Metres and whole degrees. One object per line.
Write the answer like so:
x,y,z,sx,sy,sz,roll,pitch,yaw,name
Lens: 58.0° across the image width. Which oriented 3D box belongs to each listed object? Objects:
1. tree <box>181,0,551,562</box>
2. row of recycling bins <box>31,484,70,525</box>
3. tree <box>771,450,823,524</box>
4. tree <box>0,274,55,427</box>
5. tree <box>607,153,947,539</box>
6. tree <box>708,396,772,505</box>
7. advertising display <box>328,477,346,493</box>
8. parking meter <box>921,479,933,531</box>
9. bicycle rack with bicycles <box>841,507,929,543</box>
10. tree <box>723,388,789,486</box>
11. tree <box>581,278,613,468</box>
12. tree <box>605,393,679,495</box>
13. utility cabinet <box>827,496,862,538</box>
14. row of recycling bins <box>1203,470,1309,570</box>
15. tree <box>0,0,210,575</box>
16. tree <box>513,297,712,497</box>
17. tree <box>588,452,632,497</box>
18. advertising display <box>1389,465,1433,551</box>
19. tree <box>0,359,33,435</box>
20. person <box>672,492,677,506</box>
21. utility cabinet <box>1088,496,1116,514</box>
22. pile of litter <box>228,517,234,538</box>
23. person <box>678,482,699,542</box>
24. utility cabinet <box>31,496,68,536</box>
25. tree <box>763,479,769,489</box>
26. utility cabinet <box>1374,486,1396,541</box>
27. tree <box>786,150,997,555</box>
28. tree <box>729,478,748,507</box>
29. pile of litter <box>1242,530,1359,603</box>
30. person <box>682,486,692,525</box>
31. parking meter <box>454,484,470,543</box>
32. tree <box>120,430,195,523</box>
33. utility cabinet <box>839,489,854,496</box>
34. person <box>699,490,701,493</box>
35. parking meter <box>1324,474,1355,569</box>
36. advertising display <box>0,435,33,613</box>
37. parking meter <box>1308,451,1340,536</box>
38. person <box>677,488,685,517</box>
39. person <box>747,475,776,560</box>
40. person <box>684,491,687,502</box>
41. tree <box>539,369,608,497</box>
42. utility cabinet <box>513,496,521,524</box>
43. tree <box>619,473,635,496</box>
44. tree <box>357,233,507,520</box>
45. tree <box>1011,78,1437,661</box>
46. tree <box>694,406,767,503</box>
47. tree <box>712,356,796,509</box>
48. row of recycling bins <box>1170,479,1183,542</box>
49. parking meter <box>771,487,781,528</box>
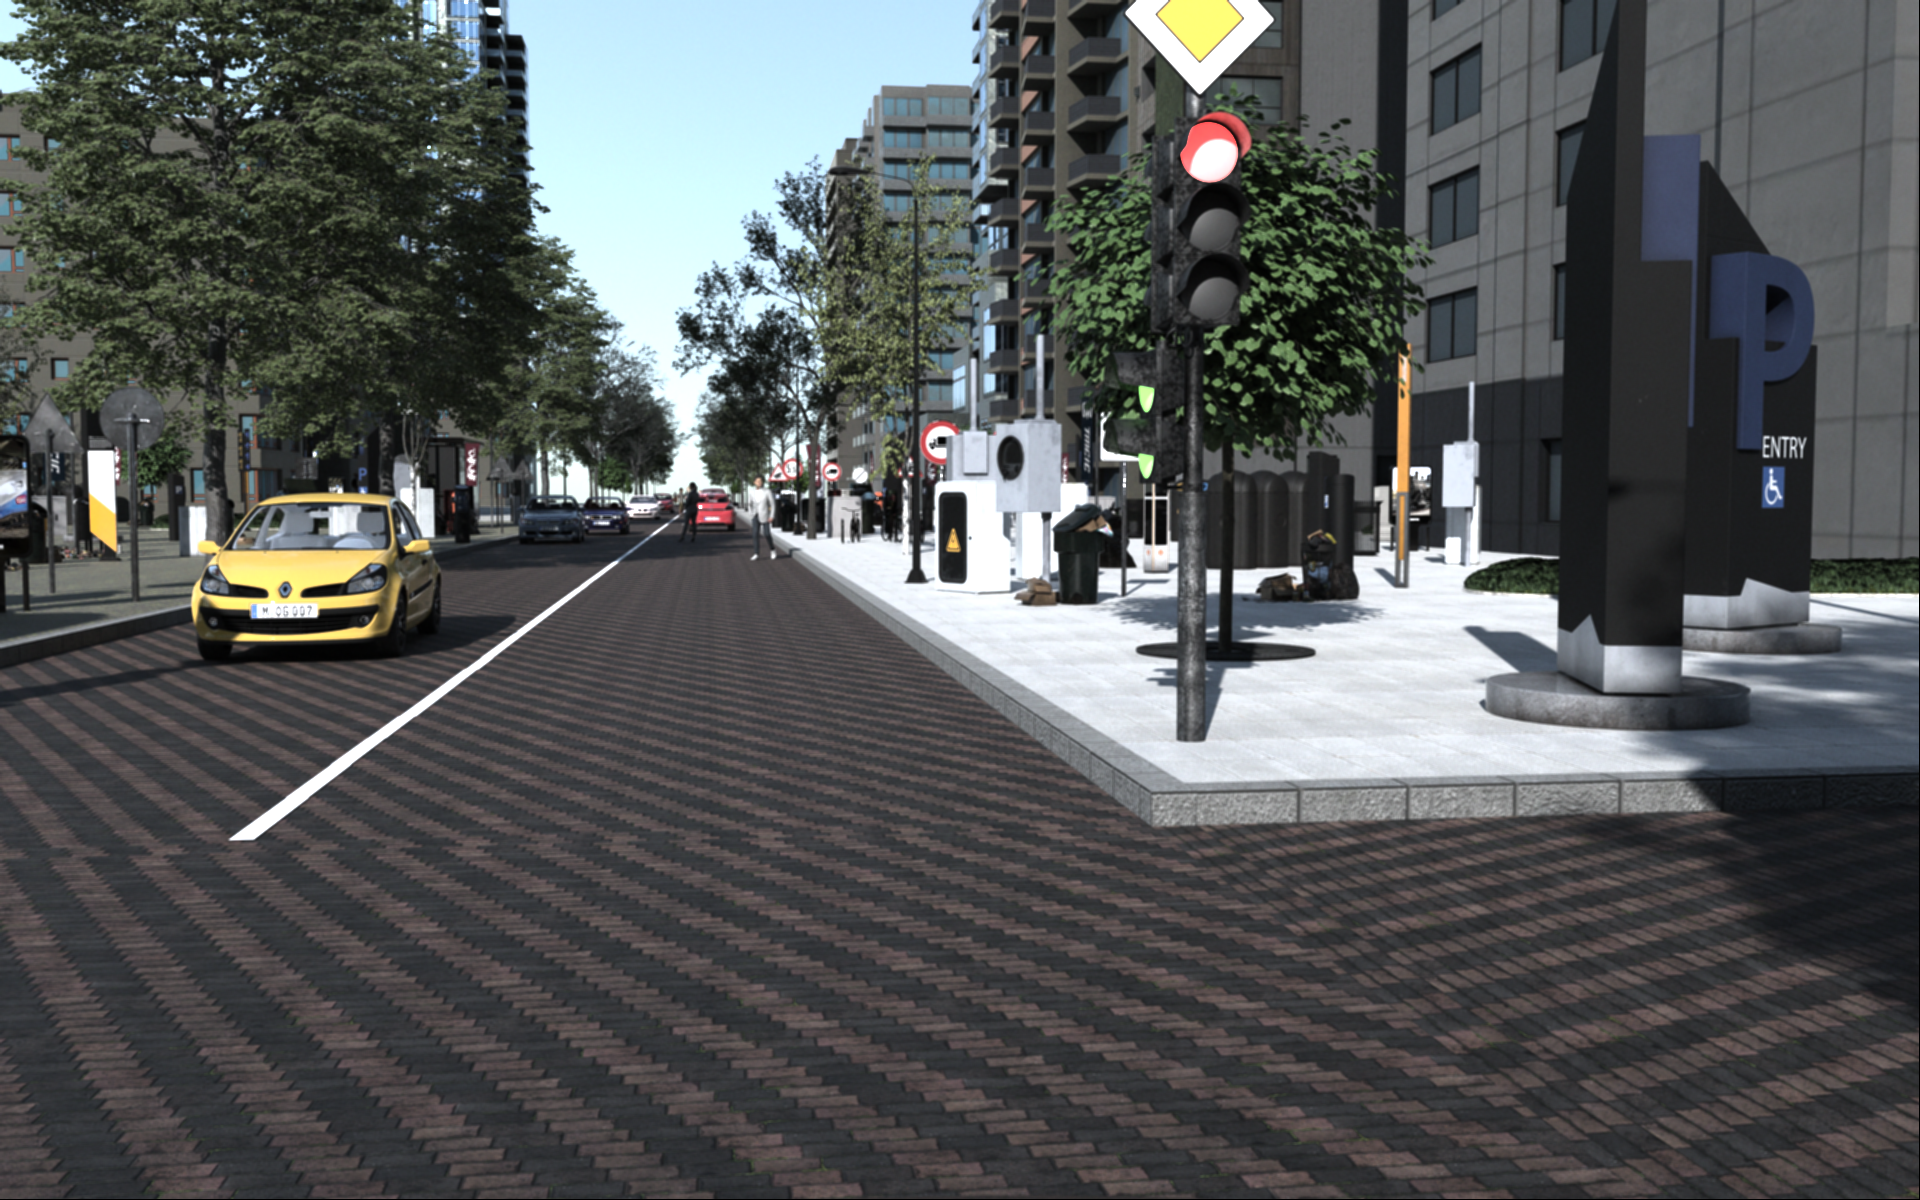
-12.542,-7.390,38.958,7.486,12.596,7.792,0,3,0,tree
-37.749,-3.894,70.778,3.534,1.692,1.069,-3,4,-37,row of recycling bins
-7.024,-4.928,75.178,1.663,3.219,1.824,0,3,0,tree
-32.295,-6.534,57.198,4.360,8.622,3.978,0,3,0,tree
-4.289,-6.978,48.496,8.767,10.594,7.601,1,4,8,tree
-25.564,-17.203,199.398,7.486,12.596,7.792,0,3,0,tree
-23.994,-3.764,66.747,0.974,1.923,0.123,3,4,37,advertising display
-1.138,-3.336,60.263,0.255,1.863,0.399,-2,4,-35,parking meter
-2.110,-2.000,46.089,2.852,0.926,2.925,0,4,-3,bicycle rack with bicycles
-12.442,-9.564,106.730,4.360,8.622,3.978,0,3,0,tree
-18.662,-9.664,76.136,7.486,12.596,7.792,0,3,0,tree
-39.413,-18.755,213.298,9.857,13.997,8.962,0,3,0,tree
-3.408,-2.443,51.103,1.020,1.237,0.306,-2,4,-29,utility cabinet
5.607,-1.441,30.681,1.069,1.692,3.534,3,5,42,row of recycling bins
-11.728,-6.708,27.798,7.486,12.596,7.792,0,3,0,tree
-22.647,-12.048,107.347,12.009,13.543,11.850,0,3,0,tree
-27.430,-9.305,135.857,4.285,4.588,4.351,0,3,0,tree
10.120,-2.061,38.918,0.974,1.923,0.123,-1,4,-9,advertising display
-42.813,-7.620,74.957,4.737,8.622,4.395,0,3,0,tree
-35.097,-12.484,213.348,1.217,1.736,0.721,-1,4,-15,person
3.970,-2.340,49.417,1.020,1.237,0.306,-3,4,-36,utility cabinet
-18.690,-1.866,44.481,1.176,0.858,1.719,0,4,-4,pile of litter
-8.184,-2.656,52.197,0.573,1.790,0.520,1,4,16,person
-28.277,-2.602,53.712,0.306,1.237,1.020,3,5,43,utility cabinet
-10.249,-6.261,96.973,1.663,3.219,1.824,0,3,0,tree
11.641,-2.309,46.434,0.318,1.500,1.173,-3,4,-36,utility cabinet
-1.388,-5.268,36.492,4.737,8.622,4.395,0,3,0,tree
-22.604,-11.212,177.919,1.663,3.219,1.824,0,3,0,tree
4.144,-0.435,21.079,1.719,0.858,1.176,-1,4,-22,pile of litter
-12.657,-4.408,80.750,0.526,1.800,0.537,-2,4,-31,person
-13.033,-2.258,45.337,0.372,1.533,0.369,0,3,0,parking meter
-33.786,-5.421,72.347,4.285,4.588,4.351,0,3,0,tree
-4.855,-4.213,77.558,0.318,1.500,1.173,3,5,45,utility cabinet
-22.485,-8.584,149.373,0.617,1.759,0.750,2,4,30,person
4.846,-0.840,22.149,0.372,1.533,0.369,0,3,0,parking meter
-10.497,-0.819,18.612,0.123,1.923,0.974,3,4,37,advertising display
5.010,-1.109,23.836,0.399,1.863,0.255,-2,4,-33,parking meter
-17.382,-6.099,108.213,0.705,1.824,1.348,1,4,23,person
-4.333,-1.807,37.890,0.661,1.843,0.795,1,4,17,person
-36.324,-13.530,229.804,1.350,1.814,0.705,-3,4,-38,person
-25.464,-11.364,120.214,8.767,10.594,7.601,0,4,8,tree
-18.941,-3.847,74.058,0.306,1.237,1.020,-1,4,-17,utility cabinet
-29.720,-9.831,155.334,1.663,3.219,1.824,0,3,0,tree
-14.307,-5.844,45.908,4.360,8.622,3.978,0,3,0,tree
2.058,-1.844,13.868,4.285,4.588,4.351,0,3,0,tree
-30.493,-19.898,231.993,9.857,13.997,8.962,0,3,0,tree
-18.946,-14.635,149.644,12.009,13.543,11.850,0,3,0,tree
6.984,-2.375,45.948,1.069,1.692,3.534,-3,5,-39,row of recycling bins
-6.990,-3.518,65.936,0.372,1.533,0.369,0,3,0,parking meter
